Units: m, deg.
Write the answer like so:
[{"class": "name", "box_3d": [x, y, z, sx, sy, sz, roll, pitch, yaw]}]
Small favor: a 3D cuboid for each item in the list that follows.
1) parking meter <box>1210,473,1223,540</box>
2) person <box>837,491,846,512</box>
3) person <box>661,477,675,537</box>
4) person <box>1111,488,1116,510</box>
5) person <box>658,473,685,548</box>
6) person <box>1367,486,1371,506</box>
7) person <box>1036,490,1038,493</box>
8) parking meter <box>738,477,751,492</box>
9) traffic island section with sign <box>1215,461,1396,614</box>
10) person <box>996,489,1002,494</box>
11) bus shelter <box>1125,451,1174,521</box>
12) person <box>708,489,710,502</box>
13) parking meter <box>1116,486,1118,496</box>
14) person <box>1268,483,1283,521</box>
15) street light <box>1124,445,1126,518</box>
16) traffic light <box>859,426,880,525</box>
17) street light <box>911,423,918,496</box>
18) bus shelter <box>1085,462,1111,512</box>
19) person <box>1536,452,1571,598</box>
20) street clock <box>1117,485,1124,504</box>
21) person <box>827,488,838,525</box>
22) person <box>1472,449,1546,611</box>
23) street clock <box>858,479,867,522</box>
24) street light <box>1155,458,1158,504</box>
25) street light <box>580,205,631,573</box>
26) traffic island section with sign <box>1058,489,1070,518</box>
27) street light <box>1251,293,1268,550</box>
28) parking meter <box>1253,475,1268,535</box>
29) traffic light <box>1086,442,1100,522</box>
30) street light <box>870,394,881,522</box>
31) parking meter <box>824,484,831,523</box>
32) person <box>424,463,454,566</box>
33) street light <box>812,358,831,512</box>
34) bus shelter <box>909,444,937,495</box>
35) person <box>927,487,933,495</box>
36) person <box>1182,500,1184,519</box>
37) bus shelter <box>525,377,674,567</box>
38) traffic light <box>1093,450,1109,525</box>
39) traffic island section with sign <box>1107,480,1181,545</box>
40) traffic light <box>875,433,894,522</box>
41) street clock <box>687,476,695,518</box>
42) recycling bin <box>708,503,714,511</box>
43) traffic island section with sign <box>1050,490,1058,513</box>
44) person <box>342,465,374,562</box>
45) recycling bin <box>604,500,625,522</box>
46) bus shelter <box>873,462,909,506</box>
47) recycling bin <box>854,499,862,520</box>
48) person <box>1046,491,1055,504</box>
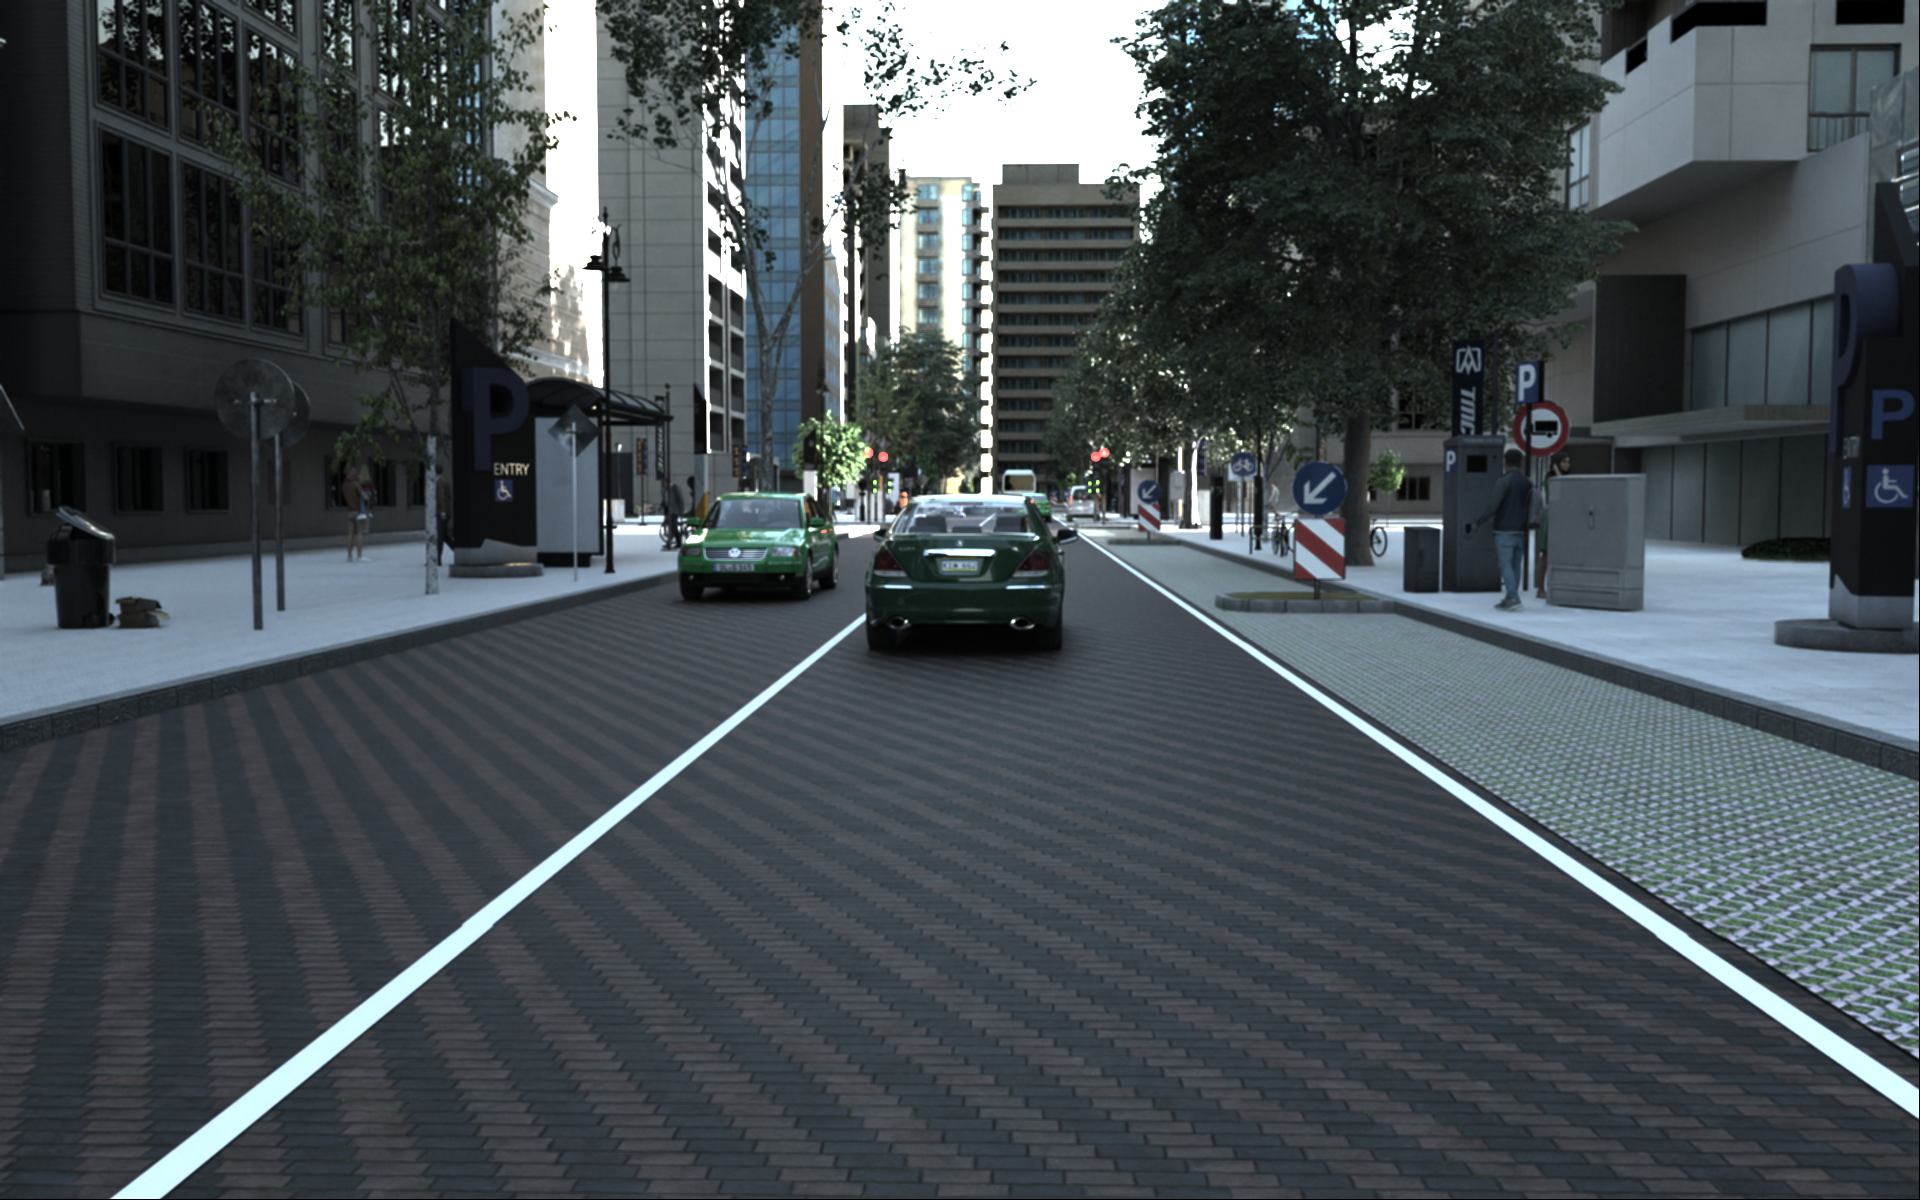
[{"class": "parking meter", "box_3d": [7.227, -2.636, 48.805, 0.255, 1.863, 0.399, -1, 4, -13]}, {"class": "person", "box_3d": [-8.266, -7.030, 121.076, 0.635, 1.810, 0.391, -2, 4, -26]}, {"class": "person", "box_3d": [-8.615, -2.758, 51.416, 0.573, 1.790, 0.520, -2, 4, -27]}, {"class": "person", "box_3d": [12.112, -8.039, 137.831, 0.721, 1.781, 0.623, 2, 4, 35]}, {"class": "person", "box_3d": [-6.796, -2.089, 40.598, 0.661, 1.777, 0.834, 2, 4, 31]}, {"class": "person", "box_3d": [18.753, -4.532, 80.810, 0.598, 1.740, 0.731, 3, 5, 43]}, {"class": "person", "box_3d": [7.334, -9.665, 166.531, 0.705, 1.824, 1.348, 0, 4, -6]}, {"class": "parking meter", "box_3d": [-7.181, -3.183, 57.750, 0.399, 1.863, 0.255, -2, 4, -35]}, {"class": "traffic island section with sign", "box_3d": [4.234, -0.793, 21.587, 1.989, 1.847, 2.006, 0, 4, 2]}, {"class": "person", "box_3d": [2.856, -7.311, 128.134, 0.679, 1.850, 0.850, 3, 5, 45]}, {"class": "bus shelter", "box_3d": [9.234, -5.568, 84.959, 2.014, 3.302, 5.546, 0, 4, 2]}, {"class": "person", "box_3d": [-12.150, -4.696, 82.632, 0.655, 1.846, 0.447, -2, 4, -26]}, {"class": "parking meter", "box_3d": [11.484, -7.321, 125.404, 0.255, 1.863, 0.399, -1, 4, -18]}, {"class": "person", "box_3d": [14.785, -4.602, 81.407, 0.853, 1.813, 0.709, 2, 4, 23]}, {"class": "street light", "box_3d": [8.718, -7.251, 91.347, 0.468, 5.910, 1.993, 0, 4, 2]}, {"class": "traffic light", "box_3d": [-3.750, -5.054, 71.553, 0.839, 4.253, 0.868, 0, 4, 2]}, {"class": "street light", "box_3d": [-2.866, -8.464, 111.176, 0.468, 5.910, 1.993, 0, 4, 2]}, {"class": "bus shelter", "box_3d": [10.307, -8.408, 128.747, 1.731, 3.624, 6.357, 0, 4, 2]}, {"class": "person", "box_3d": [7.351, -0.916, 21.270, 0.600, 1.795, 0.529, -3, 4, -38]}, {"class": "street clock", "box_3d": [11.335, -7.178, 121.927, 0.471, 2.002, 0.358, 3, 4, 36]}, {"class": "person", "box_3d": [-5.170, -3.900, 70.146, 0.444, 1.785, 0.601, 3, 5, 45]}, {"class": "person", "box_3d": [6.098, -0.780, 19.145, 0.623, 1.781, 0.721, -3, 4, -36]}, {"class": "street clock", "box_3d": [-4.554, -4.663, 80.818, 0.358, 2.002, 0.471, -2, 4, -27]}, {"class": "street light", "box_3d": [7.976, -5.962, 70.265, 0.468, 5.910, 1.993, 0, 4, 2]}, {"class": "street light", "box_3d": [-5.702, -3.379, 28.028, 0.468, 5.910, 1.993, 0, 4, 2]}, {"class": "traffic island section with sign", "box_3d": [7.096, -5.846, 104.214, 1.989, 1.847, 2.006, 0, 4, 2]}, {"class": "street light", "box_3d": [6.865, -4.092, 39.700, 0.468, 5.910, 1.993, 0, 4, 2]}, {"class": "parking meter", "box_3d": [9.405, -2.963, 54.163, 0.255, 1.863, 0.399, -3, 5, -39]}, {"class": "traffic light", "box_3d": [6.182, -5.523, 79.217, 0.839, 4.253, 0.868, 0, 4, 2]}, {"class": "street light", "box_3d": [-3.892, -6.565, 80.117, 0.468, 5.910, 1.993, 0, 4, 2]}, {"class": "parking meter", "box_3d": [-5.535, -4.052, 71.966, 0.255, 1.863, 0.399, -3, 5, -45]}, {"class": "person", "box_3d": [-9.247, -1.534, 31.032, 0.836, 1.842, 0.656, -3, 5, -40]}, {"class": "street light", "box_3d": [-4.690, -5.267, 58.903, 0.468, 5.910, 1.993, 0, 4, 2]}, {"class": "bus shelter", "box_3d": [-2.971, -10.095, 142.688, 2.179, 5.291, 8.768, 0, 4, 2]}, {"class": "person", "box_3d": [-2.227, -7.766, 133.216, 0.606, 1.804, 0.583, 3, 4, 37]}, {"class": "person", "box_3d": [10.614, -4.696, 82.848, 0.660, 1.820, 0.620, -1, 4, -17]}, {"class": "bus shelter", "box_3d": [-6.948, -2.378, 32.806, 2.014, 3.302, 5.546, 0, 4, 2]}, {"class": "traffic light", "box_3d": [5.906, -5.035, 71.236, 0.839, 4.253, 0.868, 0, 4, 2]}, {"class": "traffic island section with sign", "box_3d": [5.180, -2.465, 48.925, 1.989, 1.847, 2.006, 0, 4, 2]}, {"class": "traffic light", "box_3d": [-3.474, -5.542, 79.534, 0.839, 4.253, 0.868, 0, 4, 2]}, {"class": "street clock", "box_3d": [-10.735, -3.991, 69.820, 0.471, 2.002, 0.358, 1, 4, 13]}, {"class": "recycling bin", "box_3d": [-6.581, -2.171, 48.056, 0.722, 1.027, 0.722, 1, 4, 11]}, {"class": "traffic island section with sign", "box_3d": [8.014, -7.494, 131.154, 1.989, 1.847, 2.006, 0, 4, 2]}, {"class": "person", "box_3d": [-11.350, -1.631, 32.681, 0.580, 1.828, 0.573, -1, 4, -19]}, {"class": "recycling bin", "box_3d": [-16.060, -4.149, 80.394, 0.722, 1.027, 0.722, 3, 4, 38]}, {"class": "bus shelter", "box_3d": [-4.461, -7.210, 111.814, 2.014, 3.302, 5.546, 0, 4, 2]}, {"class": "recycling bin", "box_3d": [-4.802, -4.519, 86.434, 0.722, 1.027, 0.722, 2, 4, 27]}, {"class": "person", "box_3d": [8.119, -9.093, 157.858, 1.217, 1.739, 0.721, 0, 4, 2]}]
